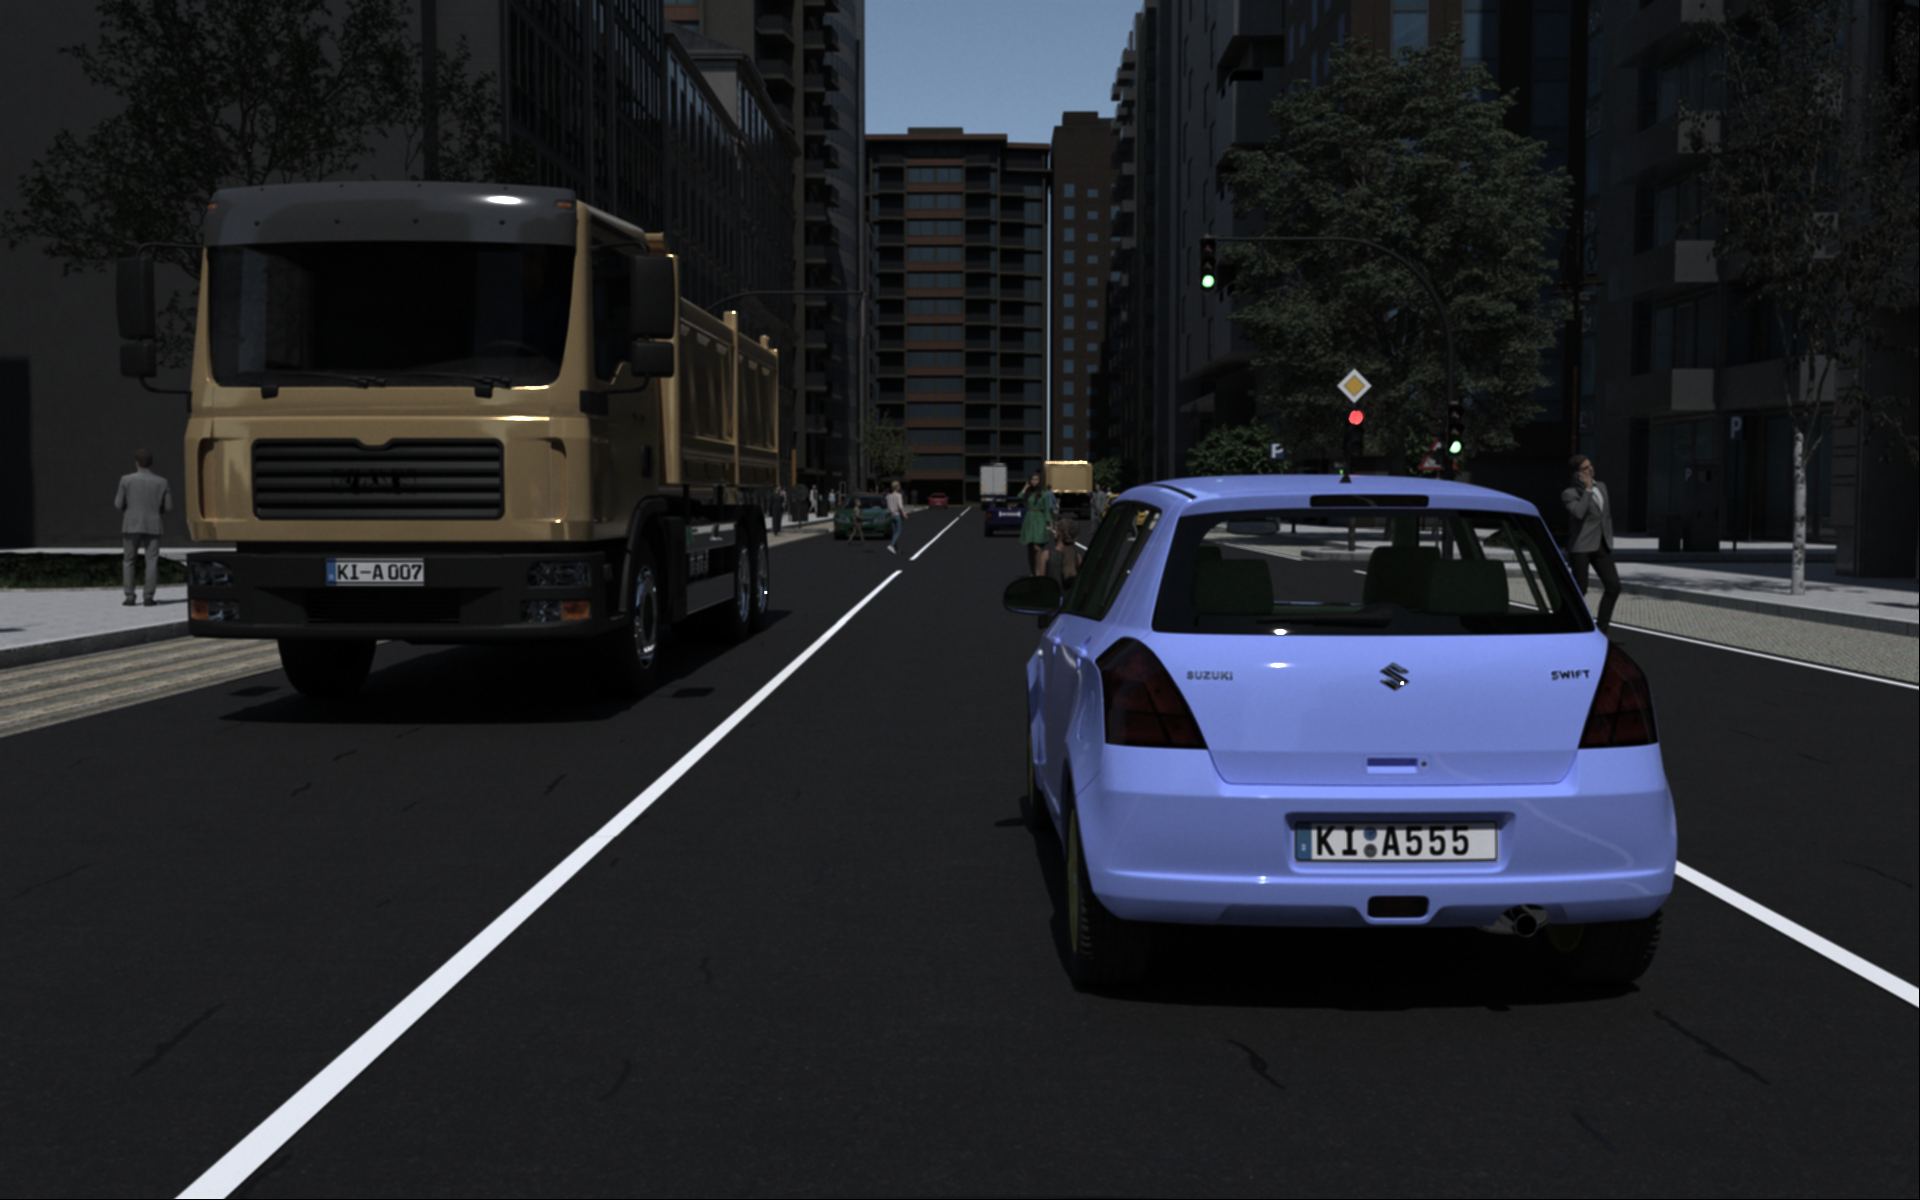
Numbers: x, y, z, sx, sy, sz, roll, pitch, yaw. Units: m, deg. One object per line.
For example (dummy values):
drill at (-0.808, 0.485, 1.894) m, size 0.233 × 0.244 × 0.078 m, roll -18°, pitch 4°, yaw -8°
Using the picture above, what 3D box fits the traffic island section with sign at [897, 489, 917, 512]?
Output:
traffic island section with sign at (-4.759, -8.091, 140.912) m, size 1.989 × 1.847 × 2.006 m, roll 0°, pitch 4°, yaw 1°

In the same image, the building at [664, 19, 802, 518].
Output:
building at (-16.199, -18.278, 96.111) m, size 12.463 × 27.353 × 25.104 m, roll 0°, pitch 4°, yaw 1°

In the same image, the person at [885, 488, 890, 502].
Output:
person at (-3.386, -4.526, 83.335) m, size 0.643 × 1.720 × 0.563 m, roll -1°, pitch 4°, yaw -22°

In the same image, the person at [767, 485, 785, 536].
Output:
person at (-6.291, -3.073, 59.170) m, size 0.534 × 1.772 × 0.576 m, roll 3°, pitch 4°, yaw 37°

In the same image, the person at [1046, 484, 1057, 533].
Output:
person at (3.183, -3.279, 62.459) m, size 0.601 × 1.785 × 0.444 m, roll 1°, pitch 4°, yaw 14°

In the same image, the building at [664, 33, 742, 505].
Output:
building at (-15.459, -13.784, 74.515) m, size 9.793 × 20.994 × 18.267 m, roll 0°, pitch 4°, yaw 1°

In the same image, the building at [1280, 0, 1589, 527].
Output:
building at (21.341, -25.702, 70.336) m, size 14.600 × 45.320 × 14.200 m, roll 0°, pitch 4°, yaw 1°

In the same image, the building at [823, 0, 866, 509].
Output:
building at (-20.025, -37.606, 156.857) m, size 21.231 × 58.520 × 28.212 m, roll 0°, pitch 4°, yaw 1°

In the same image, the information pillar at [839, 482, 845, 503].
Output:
information pillar at (-7.192, -6.194, 105.760) m, size 0.304 × 2.012 × 0.304 m, roll -1°, pitch 4°, yaw -20°

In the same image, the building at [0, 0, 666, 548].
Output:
building at (-17.822, -15.813, 52.056) m, size 14.314 × 27.812 × 24.014 m, roll 0°, pitch 4°, yaw 1°

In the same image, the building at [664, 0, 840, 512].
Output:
building at (-20.519, -29.001, 128.794) m, size 22.147 × 44.769 × 28.867 m, roll 0°, pitch 4°, yaw 1°

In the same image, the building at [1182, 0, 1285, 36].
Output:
building at (27.510, -31.167, 98.818) m, size 28.713 × 52.752 × 27.495 m, roll 0°, pitch 4°, yaw 1°

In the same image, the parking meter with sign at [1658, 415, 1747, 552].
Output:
parking meter with sign at (16.343, -2.564, 38.184) m, size 1.738 × 3.016 × 0.543 m, roll 0°, pitch 4°, yaw -7°

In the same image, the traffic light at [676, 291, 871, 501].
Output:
traffic light at (-4.403, -3.931, 38.938) m, size 4.771 × 5.953 × 1.251 m, roll 0°, pitch 4°, yaw 1°

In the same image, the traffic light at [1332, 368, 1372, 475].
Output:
traffic light at (8.764, -3.047, 38.733) m, size 0.839 × 4.253 × 0.868 m, roll 0°, pitch 4°, yaw 1°

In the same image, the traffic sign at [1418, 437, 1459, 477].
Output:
traffic sign at (10.525, -2.334, 38.160) m, size 0.884 × 2.594 × 0.081 m, roll 0°, pitch 4°, yaw 5°

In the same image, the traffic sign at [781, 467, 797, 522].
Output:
traffic sign at (-7.906, -4.900, 80.227) m, size 0.768 × 2.556 × 0.104 m, roll 1°, pitch 4°, yaw 10°

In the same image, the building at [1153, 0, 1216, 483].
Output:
building at (24.983, -35.814, 127.564) m, size 21.231 × 58.520 × 28.212 m, roll 0°, pitch 4°, yaw 1°

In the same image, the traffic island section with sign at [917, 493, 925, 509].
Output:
traffic island section with sign at (-4.377, -9.761, 168.221) m, size 1.989 × 1.847 × 2.006 m, roll 0°, pitch 4°, yaw 1°

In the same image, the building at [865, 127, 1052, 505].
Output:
building at (-3.581, -33.957, 209.820) m, size 28.867 × 44.769 × 22.147 m, roll 0°, pitch 4°, yaw 1°

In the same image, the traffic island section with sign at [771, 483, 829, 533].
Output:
traffic island section with sign at (-5.862, -3.366, 63.665) m, size 1.989 × 1.847 × 2.006 m, roll 0°, pitch 4°, yaw 1°

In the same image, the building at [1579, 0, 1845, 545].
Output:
building at (34.794, -26.369, 50.739) m, size 30.456 × 49.044 × 23.786 m, roll 0°, pitch 4°, yaw 1°

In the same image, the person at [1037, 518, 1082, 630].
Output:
person at (0.750, 0.009, 13.024) m, size 0.362 × 1.253 × 0.373 m, roll 0°, pitch 4°, yaw -6°

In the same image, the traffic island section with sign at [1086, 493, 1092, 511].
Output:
traffic island section with sign at (10.269, -8.084, 140.806) m, size 1.989 × 1.847 × 2.006 m, roll 0°, pitch 4°, yaw 1°

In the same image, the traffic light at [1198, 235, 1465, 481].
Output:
traffic light at (6.558, -3.423, 30.637) m, size 4.771 × 5.953 × 1.251 m, roll 0°, pitch 4°, yaw 1°

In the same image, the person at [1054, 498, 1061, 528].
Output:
person at (4.026, -3.620, 72.363) m, size 0.352 × 1.250 × 0.332 m, roll 0°, pitch 4°, yaw 2°

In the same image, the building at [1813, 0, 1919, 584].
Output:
building at (18.661, -11.056, 16.918) m, size 11.583 × 22.565 × 21.152 m, roll 0°, pitch 4°, yaw 1°

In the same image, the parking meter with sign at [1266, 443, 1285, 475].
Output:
parking meter with sign at (10.842, -3.886, 59.798) m, size 0.543 × 3.016 × 1.738 m, roll 0°, pitch 4°, yaw 4°

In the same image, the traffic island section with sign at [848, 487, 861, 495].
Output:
traffic island section with sign at (-5.471, -5.015, 90.617) m, size 1.989 × 1.847 × 2.006 m, roll 0°, pitch 4°, yaw 1°

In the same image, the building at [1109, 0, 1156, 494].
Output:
building at (26.555, -33.781, 171.930) m, size 23.786 × 49.044 × 30.456 m, roll 0°, pitch 4°, yaw 1°

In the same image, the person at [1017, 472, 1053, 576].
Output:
person at (1.267, -1.238, 28.989) m, size 0.600 × 1.795 × 0.529 m, roll 0°, pitch 4°, yaw 5°

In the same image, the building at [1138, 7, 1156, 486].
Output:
building at (22.411, -28.509, 149.718) m, size 14.154 × 41.232 × 14.086 m, roll 0°, pitch 4°, yaw 1°

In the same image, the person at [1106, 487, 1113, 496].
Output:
person at (8.073, -5.166, 93.186) m, size 0.478 × 1.798 × 0.641 m, roll -2°, pitch 4°, yaw -30°

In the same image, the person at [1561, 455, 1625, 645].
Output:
person at (6.021, -0.477, 16.478) m, size 0.592 × 1.802 × 0.473 m, roll 0°, pitch 4°, yaw -7°

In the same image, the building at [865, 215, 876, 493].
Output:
building at (-15.929, -25.045, 181.183) m, size 14.107 × 30.474 × 14.160 m, roll 0°, pitch 4°, yaw 1°

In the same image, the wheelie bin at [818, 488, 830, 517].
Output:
wheelie bin at (-7.602, -5.409, 96.348) m, size 0.693 × 1.594 × 0.980 m, roll 0°, pitch 4°, yaw -3°

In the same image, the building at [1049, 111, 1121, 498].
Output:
building at (17.991, -34.004, 206.074) m, size 14.200 × 45.320 × 14.600 m, roll 0°, pitch 4°, yaw 1°

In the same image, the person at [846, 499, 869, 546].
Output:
person at (-2.856, -2.162, 48.124) m, size 0.640 × 1.303 × 0.475 m, roll -2°, pitch 4°, yaw -27°

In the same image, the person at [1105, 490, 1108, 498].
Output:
person at (8.466, -5.418, 97.359) m, size 0.573 × 1.790 × 0.520 m, roll 3°, pitch 5°, yaw 39°
